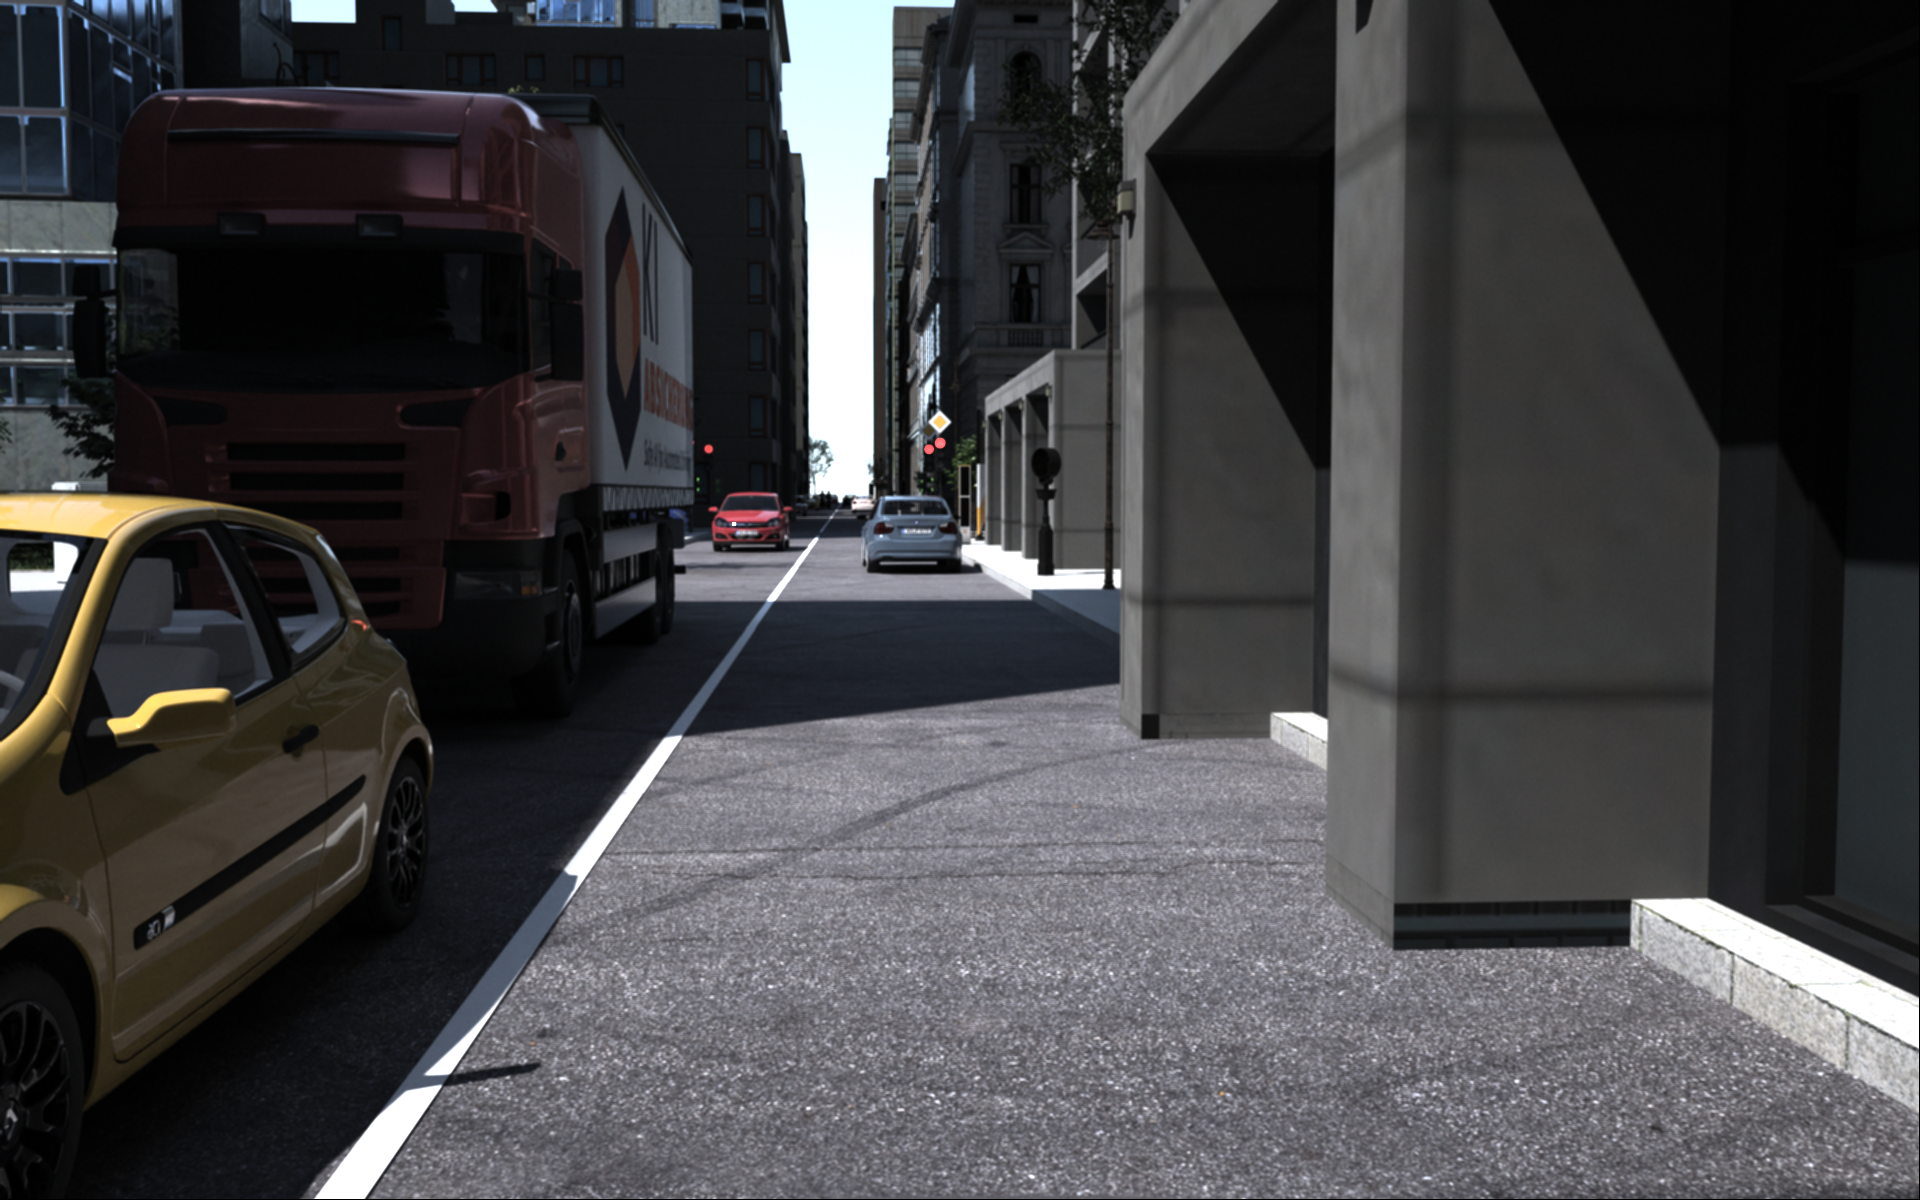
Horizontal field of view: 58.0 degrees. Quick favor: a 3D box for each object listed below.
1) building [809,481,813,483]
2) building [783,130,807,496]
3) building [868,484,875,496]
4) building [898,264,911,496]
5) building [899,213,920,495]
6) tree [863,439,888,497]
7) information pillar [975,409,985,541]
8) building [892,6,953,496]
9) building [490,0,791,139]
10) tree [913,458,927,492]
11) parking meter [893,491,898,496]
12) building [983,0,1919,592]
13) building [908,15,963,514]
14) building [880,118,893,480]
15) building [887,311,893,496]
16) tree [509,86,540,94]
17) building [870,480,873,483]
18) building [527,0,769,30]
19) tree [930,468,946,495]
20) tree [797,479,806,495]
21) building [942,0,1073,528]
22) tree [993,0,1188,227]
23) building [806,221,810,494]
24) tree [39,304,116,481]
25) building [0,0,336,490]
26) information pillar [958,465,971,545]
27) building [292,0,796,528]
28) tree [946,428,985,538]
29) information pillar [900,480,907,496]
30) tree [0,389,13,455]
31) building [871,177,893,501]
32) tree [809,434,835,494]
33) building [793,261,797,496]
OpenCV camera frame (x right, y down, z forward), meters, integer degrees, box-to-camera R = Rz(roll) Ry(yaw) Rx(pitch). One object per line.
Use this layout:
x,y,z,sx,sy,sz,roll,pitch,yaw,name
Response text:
-35.469,-40.034,274.167,23.786,49.044,30.456,0,4,-4,building
-31.642,-37.281,233.244,21.300,48.544,21.600,0,4,-4,building
0.858,-36.527,289.102,32.217,40.220,23.993,0,4,-4,building
1.634,-18.595,133.713,12.332,23.373,15.834,0,4,-4,building
2.087,-17.052,114.957,11.583,22.565,21.152,0,4,-4,building
-10.500,-16.898,226.637,4.360,8.622,3.978,0,3,0,tree
0.578,-3.447,47.706,0.183,3.616,0.504,1,4,20,information pillar
1.130,-28.516,149.831,14.154,41.232,14.086,0,4,-4,building
-32.580,-36.366,183.826,28.713,52.752,27.495,0,4,-4,building
-1.349,-5.084,77.720,1.663,3.219,1.824,0,3,0,tree
-4.909,-7.510,131.191,0.372,1.533,0.369,0,3,0,parking meter
11.479,-36.342,32.447,20.563,71.187,20.611,0,4,-4,building
3.917,-17.987,91.349,12.463,27.353,25.104,0,4,-4,building
2.707,-35.616,201.934,23.786,49.044,30.456,0,4,-4,building
6.902,-20.038,172.658,27.650,21.520,28.899,0,4,-4,building
-8.321,-4.917,30.764,4.737,8.622,4.395,0,3,0,tree
-1.658,-39.256,261.441,23.786,49.044,30.456,0,4,-4,building
-26.723,-51.436,153.646,22.319,86.520,31.000,0,4,-4,building
0.177,-3.683,54.825,1.663,3.219,1.824,0,3,0,tree
-19.843,-13.541,215.997,1.663,3.219,1.824,0,3,0,tree
9.518,-14.807,70.973,19.941,23.489,11.050,0,4,-4,building
3.823,-4.925,14.933,7.601,10.594,8.767,0,3,0,tree
-29.168,-34.751,251.775,14.154,41.232,14.086,0,4,-4,building
-7.175,-1.262,15.230,1.663,3.219,1.824,0,3,0,tree
-32.021,-44.827,45.596,31.000,86.520,22.319,0,4,-4,building
0.117,-2.417,44.012,0.304,2.012,0.304,0,4,-4,information pillar
-21.782,-14.268,78.320,27.650,21.520,28.899,0,4,-4,building
0.531,-3.438,50.809,1.663,3.219,1.824,0,3,0,tree
-3.011,-5.403,92.824,0.304,2.012,0.304,1,4,9,information pillar
-20.039,-3.015,33.011,4.285,4.588,4.351,0,3,0,tree
-5.007,-36.018,239.007,14.600,45.320,14.200,0,4,-4,building
-25.286,-22.899,300.150,9.928,11.665,9.643,0,3,0,tree
-26.745,-26.554,205.851,14.160,30.474,14.107,0,4,-4,building
